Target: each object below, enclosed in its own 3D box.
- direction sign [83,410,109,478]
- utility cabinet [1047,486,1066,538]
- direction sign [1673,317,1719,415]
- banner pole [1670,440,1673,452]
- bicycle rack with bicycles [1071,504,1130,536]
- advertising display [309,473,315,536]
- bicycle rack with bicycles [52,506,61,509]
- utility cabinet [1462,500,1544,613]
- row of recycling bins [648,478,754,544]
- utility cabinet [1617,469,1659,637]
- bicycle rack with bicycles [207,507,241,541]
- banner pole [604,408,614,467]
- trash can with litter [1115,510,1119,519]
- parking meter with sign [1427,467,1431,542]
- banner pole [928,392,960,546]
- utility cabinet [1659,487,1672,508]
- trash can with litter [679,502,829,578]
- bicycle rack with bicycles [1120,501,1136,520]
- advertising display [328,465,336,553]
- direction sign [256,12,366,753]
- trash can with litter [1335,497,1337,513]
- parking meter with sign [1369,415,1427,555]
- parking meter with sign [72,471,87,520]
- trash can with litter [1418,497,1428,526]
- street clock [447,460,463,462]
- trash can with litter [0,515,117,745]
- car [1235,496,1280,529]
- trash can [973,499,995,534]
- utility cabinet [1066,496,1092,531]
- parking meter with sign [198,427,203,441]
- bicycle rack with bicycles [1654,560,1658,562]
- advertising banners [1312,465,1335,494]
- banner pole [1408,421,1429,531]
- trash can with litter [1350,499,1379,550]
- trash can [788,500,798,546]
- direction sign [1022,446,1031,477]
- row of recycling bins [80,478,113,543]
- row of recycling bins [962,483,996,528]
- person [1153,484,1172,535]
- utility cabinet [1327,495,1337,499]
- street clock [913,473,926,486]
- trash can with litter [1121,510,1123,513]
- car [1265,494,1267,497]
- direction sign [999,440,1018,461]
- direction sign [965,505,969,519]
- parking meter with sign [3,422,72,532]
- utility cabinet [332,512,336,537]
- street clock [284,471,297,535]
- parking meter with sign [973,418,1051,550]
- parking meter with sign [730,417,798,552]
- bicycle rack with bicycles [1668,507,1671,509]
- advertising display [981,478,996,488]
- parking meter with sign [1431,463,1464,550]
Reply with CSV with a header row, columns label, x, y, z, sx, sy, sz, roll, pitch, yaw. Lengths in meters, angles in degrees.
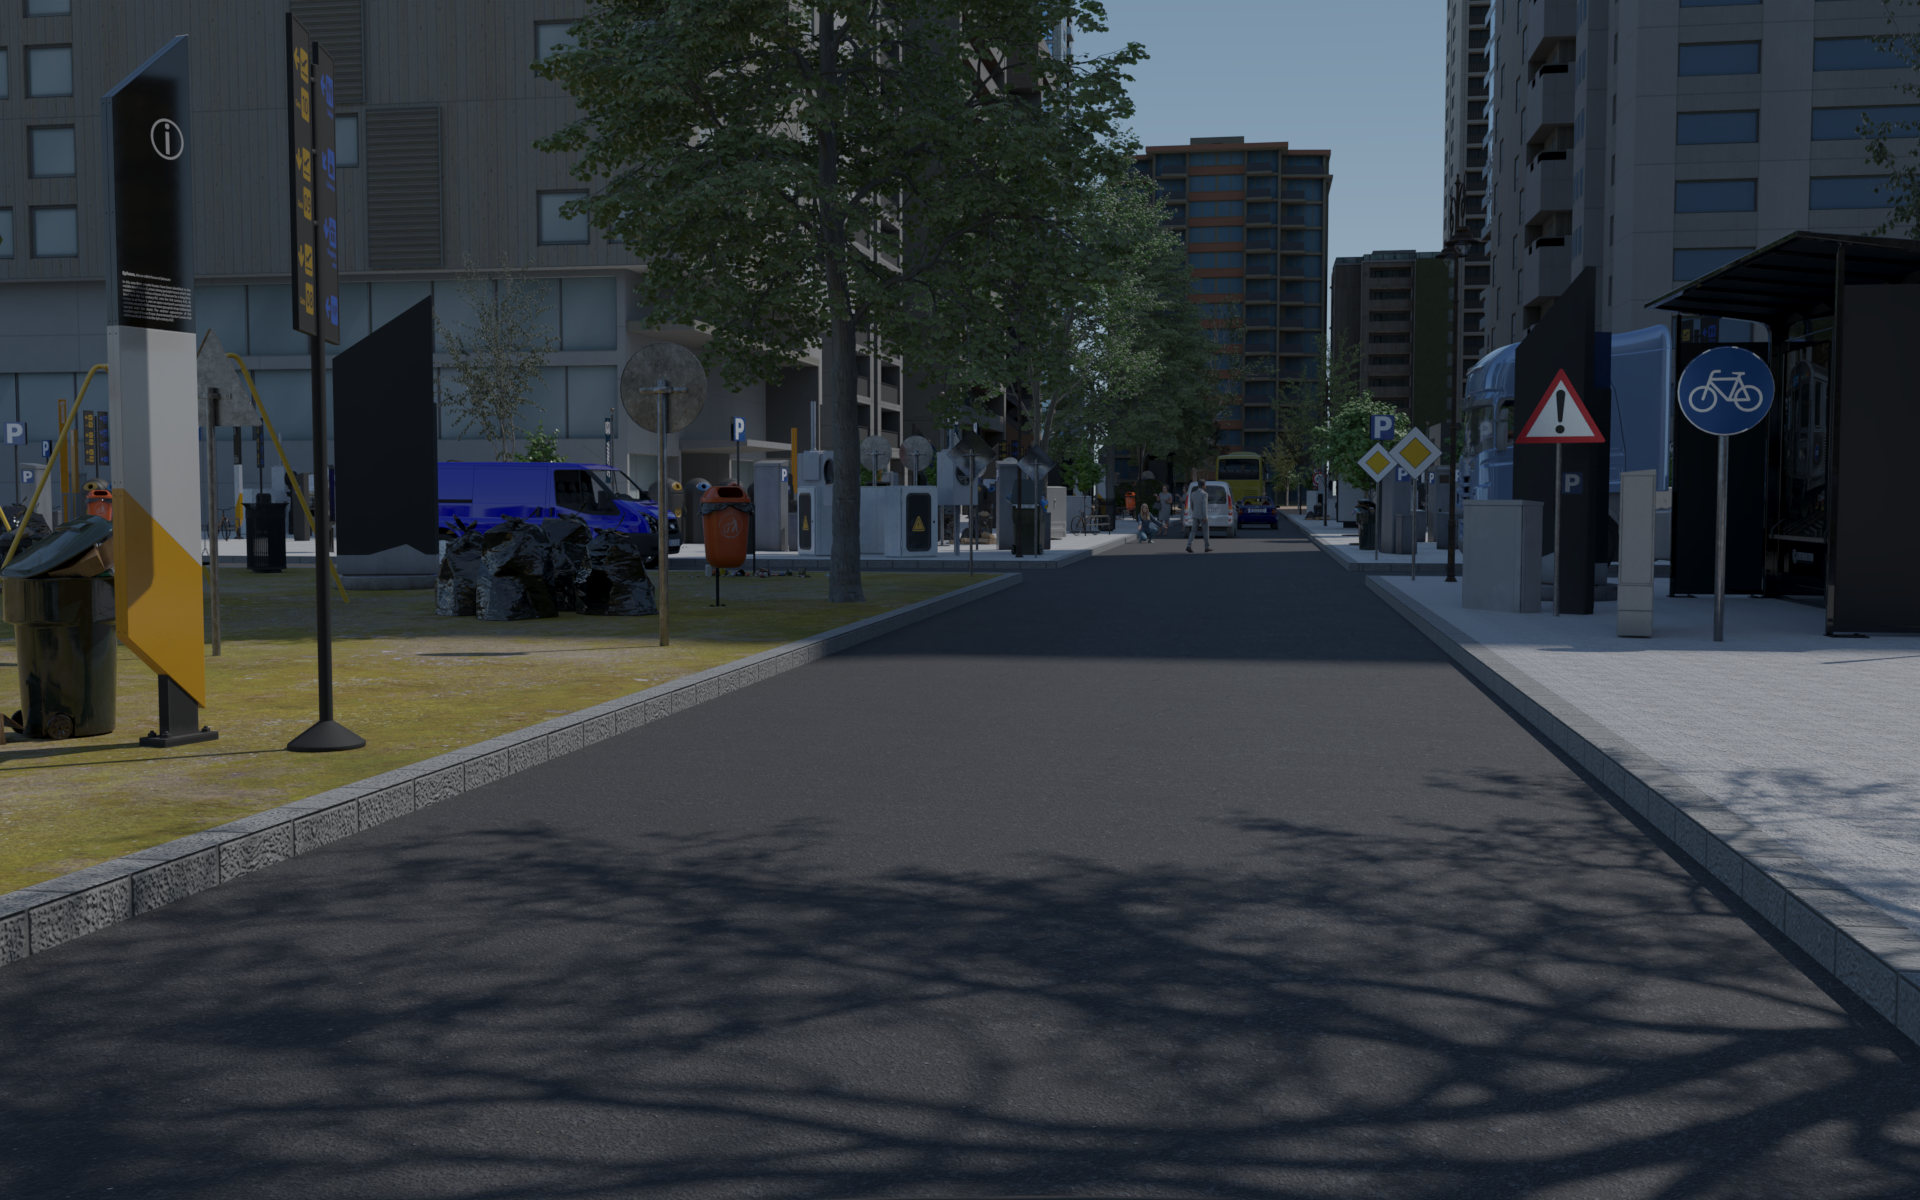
label,x,y,z,sx,sy,sz,roll,pitch,yaw
direction sign,-23.514,-3.377,47.212,0.379,3.537,0.876,1,4,15
utility cabinet,2.588,-2.543,50.260,1.173,1.500,0.318,-3,5,-44
direction sign,9.506,-1.862,22.442,0.379,3.537,0.876,-1,4,-12
banner pole,29.378,-4.948,70.922,0.863,3.779,0.401,3,5,45
bicycle rack with bicycles,3.287,-2.474,53.828,2.852,0.926,2.925,2,4,31
advertising display,-19.423,-2.917,52.899,0.974,1.923,0.123,0,4,1
bicycle rack with bicycles,-52.989,-5.197,98.350,2.925,0.926,2.852,-1,4,-17
utility cabinet,5.977,-0.485,19.099,0.306,1.237,1.020,-1,4,-21
row of recycling bins,-6.386,-2.320,45.052,3.534,1.692,1.069,-2,4,-29
utility cabinet,6.205,-0.442,15.902,0.318,1.500,1.173,1,4,22
bicycle rack with bicycles,-21.042,-2.085,47.476,2.852,0.926,2.925,-1,4,-11
banner pole,-10.120,-3.676,50.113,0.401,3.779,0.863,0,4,8
trash can with litter,7.124,-4.409,83.482,0.624,1.170,1.055,1,4,23
parking meter with sign,12.887,-3.060,46.284,1.738,3.016,0.543,-1,4,-12
banner pole,-0.280,-3.220,42.662,0.401,3.779,0.863,3,5,44
utility cabinet,22.686,-2.872,55.643,0.318,1.500,1.173,-1,4,-21
trash can with litter,-3.099,-0.969,26.894,2.233,1.210,1.678,1,4,13
bicycle rack with bicycles,7.379,-4.424,85.716,2.925,0.926,2.852,1,4,23
advertising display,-13.990,-2.023,38.295,0.123,1.923,0.974,-2,4,-33
direction sign,-3.209,-1.020,8.669,0.379,3.537,0.876,0,4,-8
trash can with litter,18.385,-4.344,82.413,1.055,1.170,0.624,2,4,33
parking meter with sign,9.395,-2.512,37.340,0.543,3.016,1.738,0,4,-8
parking meter with sign,-28.929,-3.689,56.581,0.543,3.016,1.738,3,4,39
trash can with litter,18.218,-3.487,68.398,0.624,1.170,1.055,-2,4,-28
street clock,-10.689,-1.966,36.714,0.471,2.002,0.358,1,4,19
trash can with litter,-4.860,0.146,9.002,0.624,1.170,1.055,3,4,36
car,12.241,-3.604,71.499,1.945,1.354,3.894,1,4,9
trash can,0.577,-2.162,46.994,0.748,1.137,0.748,0,3,0
utility cabinet,4.094,-3.033,60.753,1.020,1.237,0.306,-1,4,-19
parking meter with sign,-17.590,-2.649,39.567,0.543,3.016,1.738,-2,4,-25
bicycle rack with bicycles,12.142,-1.228,33.461,2.925,0.926,2.852,2,4,30
advertising banners,21.740,-6.485,102.225,2.074,3.025,0.090,1,4,21
banner pole,15.880,-4.270,59.838,0.863,3.779,0.401,1,4,8
trash can with litter,9.541,-1.738,39.811,1.055,1.170,0.624,-2,4,-33
trash can,-3.767,-1.801,41.102,0.748,1.137,0.748,0,3,0
direction sign,3.070,-5.438,80.906,0.876,3.537,0.379,0,4,3
row of recycling bins,-21.416,-2.310,44.889,3.534,1.692,1.069,2,4,26
row of recycling bins,1.699,-3.543,65.039,3.534,1.692,1.069,3,5,45
person,6.992,-3.136,60.127,0.716,1.782,0.532,2,4,31
utility cabinet,21.286,-5.340,98.462,1.020,1.237,0.306,2,4,30
street clock,-1.399,-3.411,60.334,0.358,2.002,0.471,-3,4,-37
trash can with litter,10.001,-5.968,108.964,0.624,1.170,1.055,1,4,17
car,19.752,-6.666,117.667,2.281,1.827,5.304,0,4,8
direction sign,2.051,-4.920,72.442,0.876,3.537,0.379,0,4,2
direction sign,0.441,-6.041,90.763,0.379,3.537,0.876,-1,4,-12
parking meter with sign,-22.832,-2.849,42.849,0.543,3.016,1.738,0,4,3
utility cabinet,-18.500,-2.642,51.882,0.318,1.500,1.173,2,4,24
street clock,-21.104,-3.066,54.703,0.358,2.002,0.471,0,4,7
parking meter with sign,1.208,-2.663,39.806,1.738,3.016,0.543,-1,4,-8
parking meter with sign,-4.250,-2.611,38.955,1.738,3.016,0.543,1,4,21
bicycle rack with bicycles,18.628,-2.050,46.906,2.925,0.926,2.852,2,4,35
advertising display,1.307,-3.949,69.775,0.974,1.923,0.123,-2,4,-25
parking meter with sign,11.798,-2.702,40.433,1.738,3.016,0.543,-3,5,-41
